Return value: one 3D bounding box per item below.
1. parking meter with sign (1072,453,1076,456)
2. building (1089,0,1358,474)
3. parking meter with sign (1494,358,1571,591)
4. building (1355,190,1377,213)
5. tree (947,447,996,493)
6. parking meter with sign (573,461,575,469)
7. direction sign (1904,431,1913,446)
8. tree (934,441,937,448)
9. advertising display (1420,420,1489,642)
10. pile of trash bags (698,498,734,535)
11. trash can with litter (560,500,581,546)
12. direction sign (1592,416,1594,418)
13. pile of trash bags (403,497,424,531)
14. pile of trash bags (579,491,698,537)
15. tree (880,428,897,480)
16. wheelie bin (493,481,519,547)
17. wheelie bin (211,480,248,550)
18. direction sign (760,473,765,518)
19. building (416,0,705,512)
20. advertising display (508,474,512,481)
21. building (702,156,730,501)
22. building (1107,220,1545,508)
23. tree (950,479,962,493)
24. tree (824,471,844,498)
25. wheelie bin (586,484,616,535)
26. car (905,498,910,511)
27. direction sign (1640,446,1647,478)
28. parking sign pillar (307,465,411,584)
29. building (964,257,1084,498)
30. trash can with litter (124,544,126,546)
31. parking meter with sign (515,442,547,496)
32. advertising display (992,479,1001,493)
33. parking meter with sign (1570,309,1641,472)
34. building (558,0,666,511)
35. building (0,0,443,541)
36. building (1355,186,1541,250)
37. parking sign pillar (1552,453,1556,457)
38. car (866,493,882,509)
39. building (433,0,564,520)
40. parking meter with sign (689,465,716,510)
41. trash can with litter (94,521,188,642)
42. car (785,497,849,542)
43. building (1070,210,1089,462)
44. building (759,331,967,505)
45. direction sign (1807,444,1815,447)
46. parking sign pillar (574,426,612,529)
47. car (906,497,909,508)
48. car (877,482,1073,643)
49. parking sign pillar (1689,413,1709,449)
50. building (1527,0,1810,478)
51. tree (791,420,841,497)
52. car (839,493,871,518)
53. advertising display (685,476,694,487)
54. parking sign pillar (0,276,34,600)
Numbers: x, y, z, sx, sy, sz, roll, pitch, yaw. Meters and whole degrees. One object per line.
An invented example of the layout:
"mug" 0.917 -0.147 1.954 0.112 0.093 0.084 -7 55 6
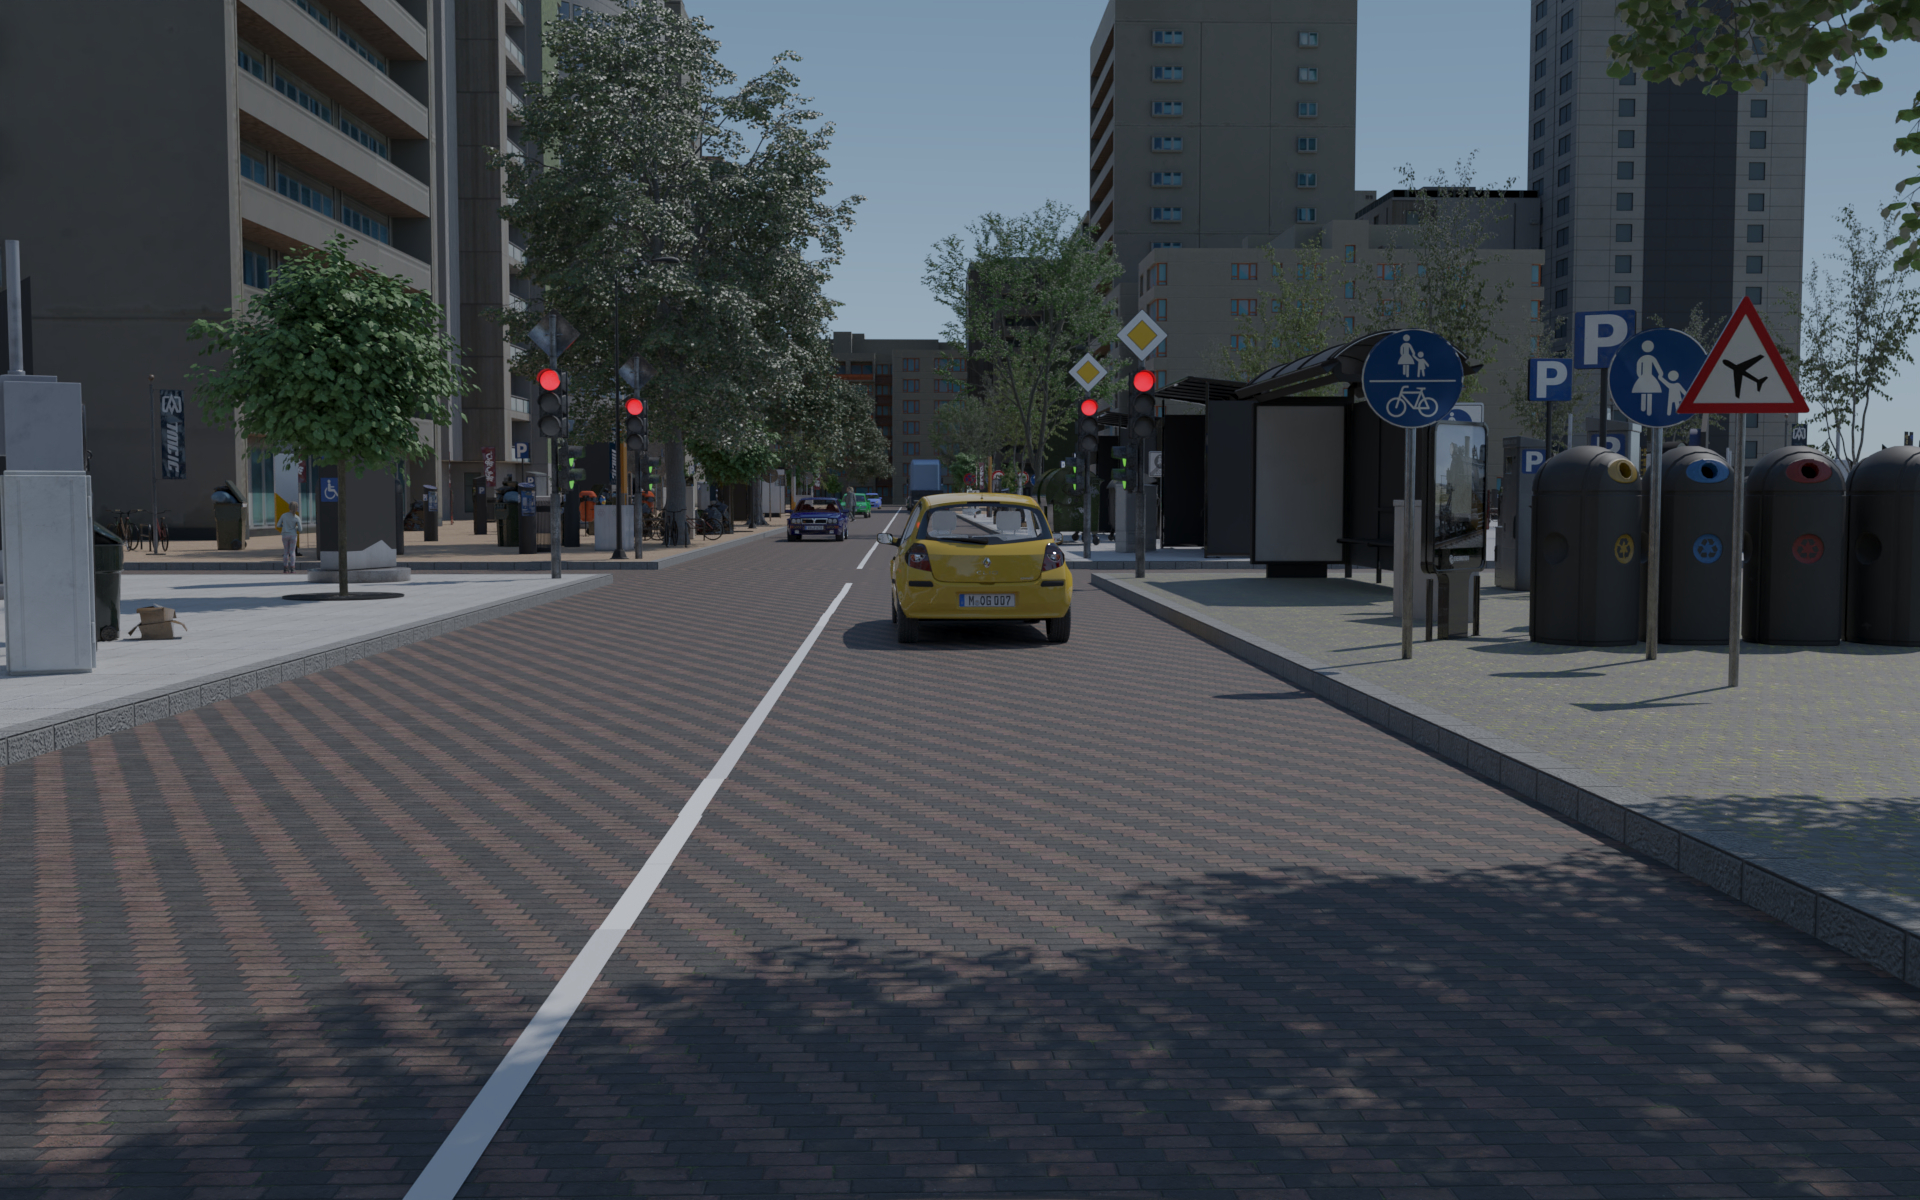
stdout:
"parking meter with sign" 5.656 -4.725 73.520 1.738 3.016 0.543 1 4 10
"building" 23.703 -32.861 160.985 21.300 48.544 21.600 0 4 -2
"parking meter with sign" 7.580 -1.645 23.150 0.543 3.016 1.738 0 3 0
"building" 50.750 -32.562 224.269 23.993 40.220 32.217 0 4 -2
"tree" 0.829 -8.136 116.737 4.285 4.588 4.351 0 3 0
"parking meter with sign" -20.372 -5.715 89.696 0.543 3.016 1.738 0 4 4
"direction sign" 34.378 -4.333 62.849 0.876 3.537 0.379 -3 5 -44
"tree" 0.023 -12.689 157.830 4.360 8.622 3.978 0 3 0
"advertising display" 4.375 -0.618 15.321 0.123 1.923 0.974 3 5 44
"pile of trash bags" -8.891 -2.792 55.394 3.447 1.369 1.912 2 4 24
"trash can with litter" -9.789 -1.934 43.000 0.624 1.170 1.055 -2 4 -27
"direction sign" 18.399 -3.576 50.457 0.379 3.537 0.876 1 4 22
"pile of trash bags" -19.315 -3.049 59.596 1.912 1.369 3.447 0 4 0
"pile of trash bags" -9.853 -2.603 52.308 3.447 1.369 1.912 0 4 0
"tree" -11.080 -15.587 171.848 9.611 12.733 9.660 0 3 0
"wheelie bin" -10.924 -2.096 42.170 0.980 1.594 0.693 3 5 42
"wheelie bin" -16.740 -1.944 39.692 0.693 1.594 0.980 -1 4 -13
"direction sign" -10.468 -6.077 91.356 0.379 3.537 0.876 -2 4 -26
"building" -35.389 -32.736 158.938 21.600 48.544 21.300 0 4 -2
"advertising display" -14.359 -3.066 55.340 0.123 1.923 0.974 -1 4 -15
"building" -43.232 -34.388 216.863 28.867 44.769 22.147 0 4 -2
"building" 27.047 -17.837 136.682 27.650 21.520 28.899 0 4 -2
"tree" -0.221 -11.749 186.691 1.663 3.219 1.824 0 3 0
"tree" -11.406 -9.735 153.774 1.663 3.219 1.824 0 3 0
"wheelie bin" -11.238 -2.816 53.951 0.980 1.594 0.693 3 5 42
"car" -3.705 -8.502 150.802 2.131 1.459 4.920 0 4 -2
"direction sign" 32.502 -5.484 81.657 0.876 3.537 0.379 2 4 35
"parking sign pillar" -8.853 -2.260 25.417 1.447 3.967 1.447 1 4 15
"building" 7.757 -27.049 213.953 14.107 30.474 14.160 0 4 -2
"trash can with litter" -21.646 -1.942 42.806 2.233 1.210 1.678 2 4 23
"parking meter with sign" -14.462 -3.851 59.224 0.543 3.016 1.738 1 4 20
"advertising display" 1.549 -4.153 73.119 0.123 1.923 0.974 -1 4 -15
"parking meter with sign" 6.534 -1.285 17.268 0.543 3.016 1.738 2 4 29
"building" -33.306 -35.495 122.343 21.231 58.520 28.212 0 4 -2
"building" -30.912 -26.475 56.575 21.300 48.544 21.600 0 4 -2
"building" 46.288 -24.153 166.603 14.107 30.474 14.160 0 4 -2
"parking sign pillar" 36.250 -7.181 105.881 1.447 3.967 1.447 0 4 8
"car" -8.388 -9.482 164.615 1.945 1.707 3.694 0 3 0
"building" -28.493 -24.705 87.529 14.154 41.232 14.086 0 4 -2
"parking meter with sign" -15.724 -6.727 106.253 1.738 3.016 0.543 -3 5 -45
"trash can with litter" -7.407 -0.238 15.283 1.055 1.170 0.624 -1 4 -23
"car" -4.380 -2.503 53.503 1.945 1.354 3.894 0 4 -1
"building" 26.593 -32.518 223.552 23.993 40.220 32.217 0 4 -2
"building" -13.947 -22.991 220.937 28.899 21.520 27.650 0 4 -2
"direction sign" 38.498 -5.321 78.992 0.876 3.537 0.379 0 4 -3
"parking sign pillar" -13.649 -4.646 64.434 1.447 3.967 1.447 -2 4 -25
"car" -4.683 -10.295 180.677 2.083 1.381 4.827 0 4 -3
"car" 0.141 -0.484 18.141 2.015 1.641 3.980 0 4 -3
"parking sign pillar" 21.833 -3.835 51.180 1.447 3.967 1.447 2 4 26
"building" 63.764 -44.237 161.531 20.611 71.187 20.563 0 4 -2
"tree" -10.304 -10.563 123.072 4.737 8.622 4.395 0 3 0
"car" -6.306 -5.809 103.766 1.959 1.807 4.718 0 3 0
"advertising display" -10.055 -3.496 62.376 0.974 1.923 0.123 -2 4 -31
"parking sign pillar" -12.122 -2.010 21.329 1.447 3.967 1.447 -2 4 -30
